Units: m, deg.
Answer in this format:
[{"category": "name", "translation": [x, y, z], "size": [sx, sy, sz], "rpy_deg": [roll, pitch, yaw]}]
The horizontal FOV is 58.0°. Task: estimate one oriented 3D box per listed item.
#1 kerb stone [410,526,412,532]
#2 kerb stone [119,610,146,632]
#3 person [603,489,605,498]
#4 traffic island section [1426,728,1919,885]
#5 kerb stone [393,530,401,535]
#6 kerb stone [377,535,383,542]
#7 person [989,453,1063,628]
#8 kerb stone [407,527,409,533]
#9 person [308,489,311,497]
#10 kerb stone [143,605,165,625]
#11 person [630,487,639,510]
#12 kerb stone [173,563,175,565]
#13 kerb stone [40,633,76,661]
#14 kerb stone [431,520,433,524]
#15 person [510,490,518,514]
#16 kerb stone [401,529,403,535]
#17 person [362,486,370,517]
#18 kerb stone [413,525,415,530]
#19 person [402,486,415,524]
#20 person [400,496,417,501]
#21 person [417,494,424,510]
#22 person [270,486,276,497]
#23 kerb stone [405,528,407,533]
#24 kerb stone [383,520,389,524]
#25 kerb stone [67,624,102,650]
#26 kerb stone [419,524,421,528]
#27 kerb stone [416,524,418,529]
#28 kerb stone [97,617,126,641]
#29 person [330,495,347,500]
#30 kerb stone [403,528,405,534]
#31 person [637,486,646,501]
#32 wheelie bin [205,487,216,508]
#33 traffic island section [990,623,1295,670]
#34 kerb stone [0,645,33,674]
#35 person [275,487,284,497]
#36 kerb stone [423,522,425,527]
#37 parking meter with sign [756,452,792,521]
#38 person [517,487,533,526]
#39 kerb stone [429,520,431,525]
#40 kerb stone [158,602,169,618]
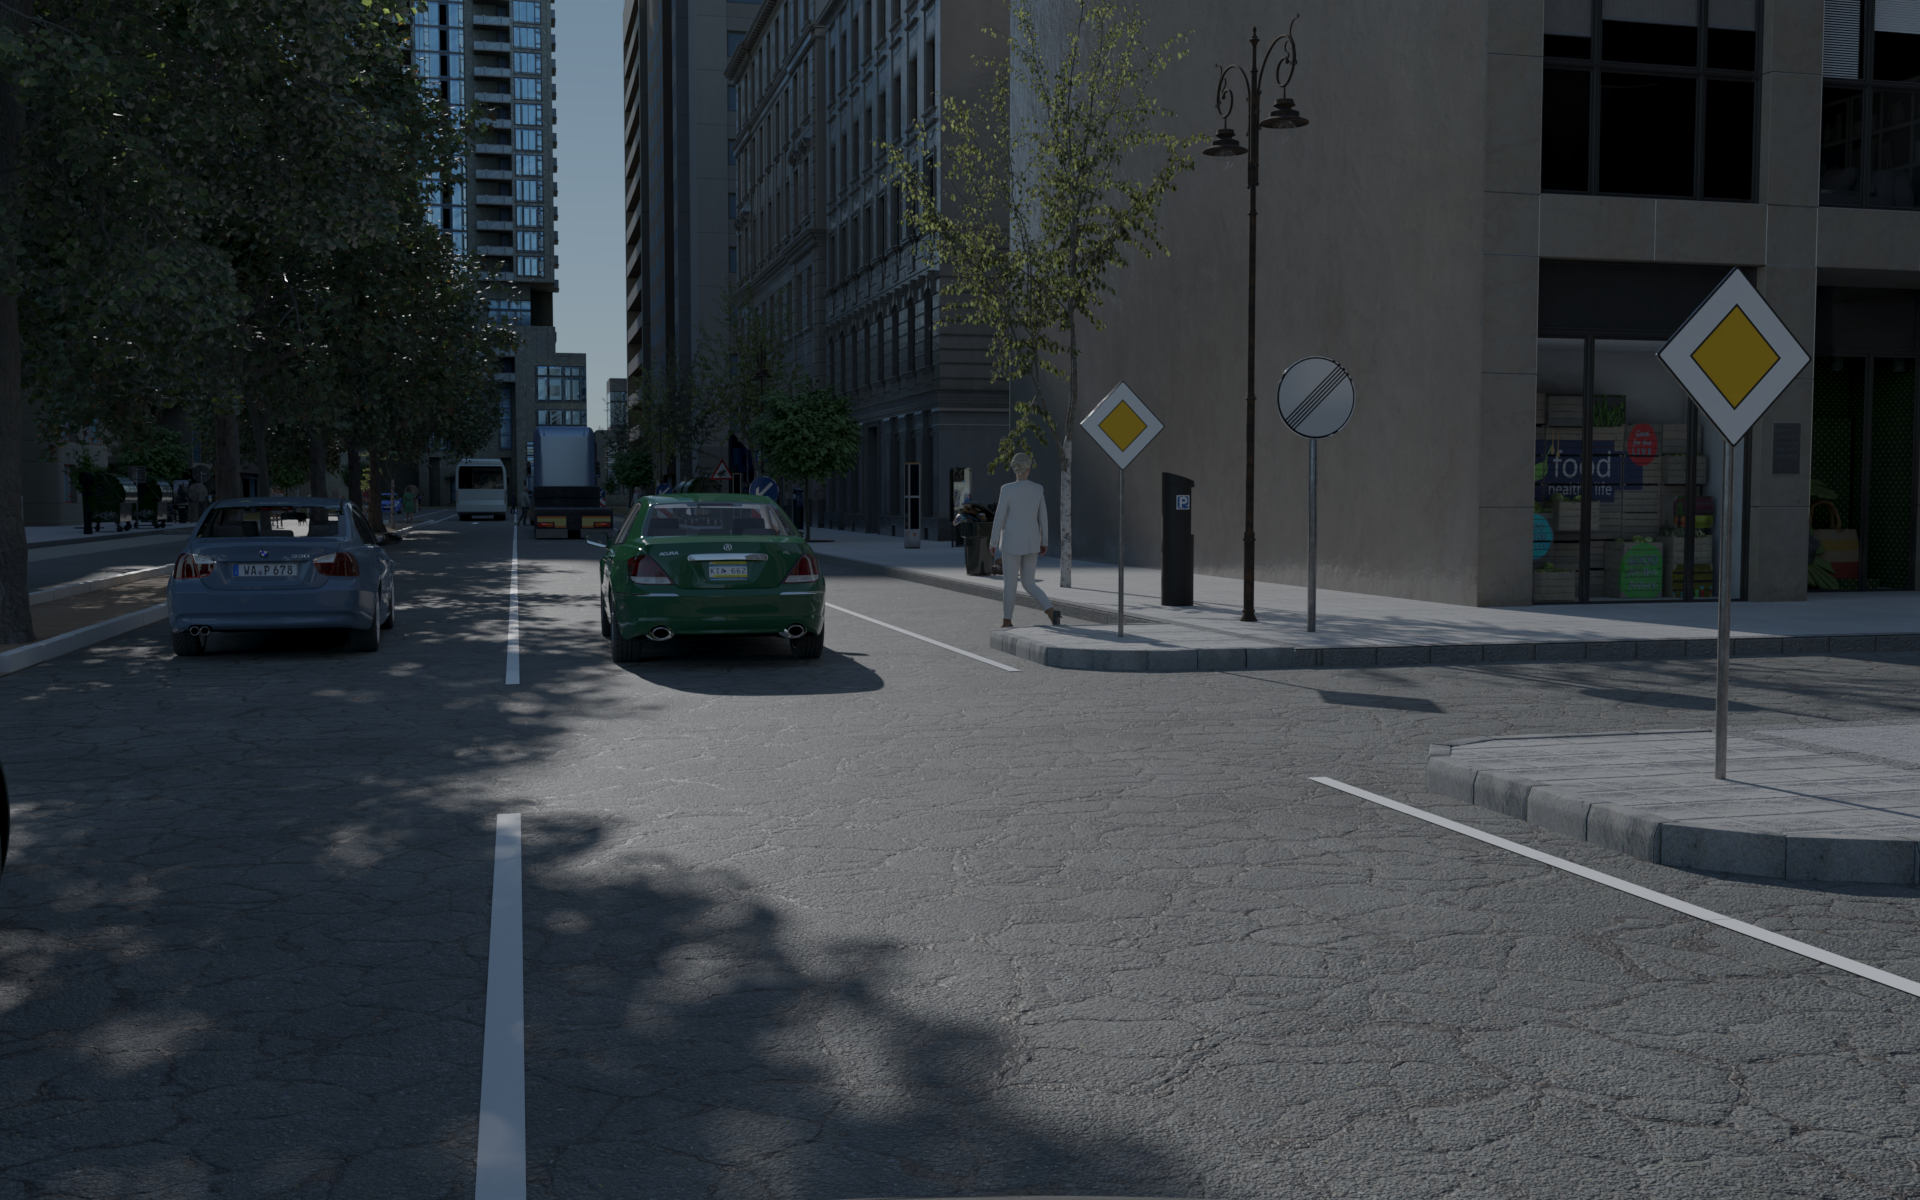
[{"category": "kerb stone", "translation": [-20.751, -2.615, 64.958], "size": [0.120, 0.150, 1.000], "rpy_deg": [-1, 4, -14]}, {"category": "kerb stone", "translation": [-8.775, 0.242, 18.250], "size": [0.120, 0.150, 1.000], "rpy_deg": [-1, 4, -14]}, {"category": "person", "translation": [-24.513, -6.744, 118.762], "size": [0.705, 1.824, 1.348], "rpy_deg": [0, 4, -8]}, {"category": "traffic island section", "translation": [3.444, 0.884, 7.825], "size": [2.009, 0.180, 2.903], "rpy_deg": [-1, 4, -14]}, {"category": "kerb stone", "translation": [-19.222, -2.250, 58.995], "size": [0.120, 0.150, 1.000], "rpy_deg": [-1, 4, -14]}, {"category": "kerb stone", "translation": [-17.695, -1.886, 53.035], "size": [0.120, 0.150, 1.000], "rpy_deg": [-1, 4, -14]}, {"category": "person", "translation": [0.656, -0.548, 17.346], "size": [0.818, 1.842, 0.514], "rpy_deg": [3, 5, 41]}, {"category": "kerb stone", "translation": [-20.240, -2.494, 62.978], "size": [0.120, 0.150, 1.000], "rpy_deg": [-1, 4, -14]}, {"category": "person", "translation": [-30.626, -4.428, 81.902], "size": [0.512, 1.701, 0.522], "rpy_deg": [-1, 4, -9]}, {"category": "kerb stone", "translation": [-9.028, 0.186, 19.241], "size": [0.120, 0.150, 1.000], "rpy_deg": [-1, 4, -14]}, {"category": "person", "translation": [-15.547, -4.551, 83.387], "size": [0.782, 1.767, 0.515], "rpy_deg": [2, 4, 30]}, {"category": "kerb stone", "translation": [-14.383, -0.579, 31.656], "size": [0.120, 0.150, 1.000], "rpy_deg": [-1, 4, -14]}, {"category": "kerb stone", "translation": [-8.007, 0.427, 15.275], "size": [0.120, 0.150, 1.000], "rpy_deg": [-1, 4, -14]}, {"category": "kerb stone", "translation": [-24.825, -3.588, 80.861], "size": [0.120, 0.150, 1.000], "rpy_deg": [-1, 4, -14]}, {"category": "person", "translation": [-32.271, -7.087, 125.286], "size": [0.530, 1.710, 0.541], "rpy_deg": [-1, 4, -12]}, {"category": "kerb stone", "translation": [-19.478, -2.312, 59.995], "size": [0.120, 0.150, 1.000], "rpy_deg": [-1, 4, -14]}, {"category": "person", "translation": [-27.210, -4.341, 79.442], "size": [0.573, 1.828, 0.580], "rpy_deg": [1, 4, 14]}, {"category": "kerb stone", "translation": [-21.262, -2.735, 66.938], "size": [0.120, 0.150, 1.000], "rpy_deg": [-1, 4, -14]}, {"category": "person", "translation": [-26.376, -4.534, 82.880], "size": [0.600, 1.795, 0.529], "rpy_deg": [-2, 4, -28]}, {"category": "person", "translation": [-38.943, -6.926, 122.454], "size": [1.217, 1.743, 0.721], "rpy_deg": [-1, 4, -14]}, {"category": "person", "translation": [-47.506, -8.611, 152.528], "size": [0.697, 1.427, 0.421], "rpy_deg": [-2, 4, -34]}, {"category": "person", "translation": [-31.572, -4.314, 79.373], "size": [0.599, 1.781, 0.374], "rpy_deg": [0, 4, -2]}, {"category": "kerb stone", "translation": [-19.983, -2.434, 61.986], "size": [0.120, 0.150, 1.000], "rpy_deg": [-1, 4, -14]}, {"category": "kerb stone", "translation": [-27.883, -3.801, 84.338], "size": [0.120, 0.150, 1.000], "rpy_deg": [-1, 4, -14]}, {"category": "kerb stone", "translation": [-8.262, 0.363, 16.267], "size": [0.120, 0.150, 1.000], "rpy_deg": [-1, 4, -14]}, {"category": "kerb stone", "translation": [-22.279, -2.979, 70.907], "size": [0.120, 0.150, 1.000], "rpy_deg": [-1, 4, -14]}, {"category": "kerb stone", "translation": [-21.766, -2.858, 68.921], "size": [0.120, 0.150, 1.000], "rpy_deg": [-1, 4, -14]}, {"category": "kerb stone", "translation": [-8.518, 0.302, 17.260], "size": [0.120, 0.150, 1.000], "rpy_deg": [-1, 4, -14]}, {"category": "person", "translation": [-40.349, -6.345, 112.251], "size": [1.348, 1.824, 0.705], "rpy_deg": [-3, 5, -42]}, {"category": "kerb stone", "translation": [-19.727, -2.373, 60.988], "size": [0.120, 0.150, 1.000], "rpy_deg": [-1, 4, -14]}, {"category": "person", "translation": [-14.379, -4.248, 78.060], "size": [0.767, 1.812, 0.694], "rpy_deg": [1, 4, 21]}, {"category": "wheelie bin", "translation": [-34.428, -4.397, 79.799], "size": [0.693, 1.594, 0.980], "rpy_deg": [-2, 4, -26]}, {"category": "traffic island section", "translation": [1.461, 0.411, 15.561], "size": [2.009, 0.180, 2.903], "rpy_deg": [-1, 4, -14]}, {"category": "kerb stone", "translation": [-7.761, 0.486, 14.283], "size": [0.120, 0.150, 1.000], "rpy_deg": [-1, 4, -14]}, {"category": "person", "translation": [-29.093, -3.957, 73.940], "size": [0.466, 1.731, 0.760], "rpy_deg": [-1, 4, -17]}, {"category": "kerb stone", "translation": [-23.040, -3.160, 73.900], "size": [0.120, 0.150, 1.000], "rpy_deg": [-1, 4, -14]}, {"category": "parking meter with sign", "translation": [-7.057, -4.268, 66.049], "size": [0.543, 3.016, 1.738], "rpy_deg": [2, 4, 28]}, {"category": "person", "translation": [-19.403, -4.181, 77.339], "size": [0.782, 1.767, 0.515], "rpy_deg": [3, 5, 42]}, {"category": "kerb stone", "translation": [-24.317, -3.467, 78.876], "size": [0.120, 0.150, 1.000], "rpy_deg": [-1, 4, -14]}, {"category": "kerb stone", "translation": [-9.285, 0.120, 20.230], "size": [0.120, 0.150, 1.000], "rpy_deg": [-1, 4, -14]}]
